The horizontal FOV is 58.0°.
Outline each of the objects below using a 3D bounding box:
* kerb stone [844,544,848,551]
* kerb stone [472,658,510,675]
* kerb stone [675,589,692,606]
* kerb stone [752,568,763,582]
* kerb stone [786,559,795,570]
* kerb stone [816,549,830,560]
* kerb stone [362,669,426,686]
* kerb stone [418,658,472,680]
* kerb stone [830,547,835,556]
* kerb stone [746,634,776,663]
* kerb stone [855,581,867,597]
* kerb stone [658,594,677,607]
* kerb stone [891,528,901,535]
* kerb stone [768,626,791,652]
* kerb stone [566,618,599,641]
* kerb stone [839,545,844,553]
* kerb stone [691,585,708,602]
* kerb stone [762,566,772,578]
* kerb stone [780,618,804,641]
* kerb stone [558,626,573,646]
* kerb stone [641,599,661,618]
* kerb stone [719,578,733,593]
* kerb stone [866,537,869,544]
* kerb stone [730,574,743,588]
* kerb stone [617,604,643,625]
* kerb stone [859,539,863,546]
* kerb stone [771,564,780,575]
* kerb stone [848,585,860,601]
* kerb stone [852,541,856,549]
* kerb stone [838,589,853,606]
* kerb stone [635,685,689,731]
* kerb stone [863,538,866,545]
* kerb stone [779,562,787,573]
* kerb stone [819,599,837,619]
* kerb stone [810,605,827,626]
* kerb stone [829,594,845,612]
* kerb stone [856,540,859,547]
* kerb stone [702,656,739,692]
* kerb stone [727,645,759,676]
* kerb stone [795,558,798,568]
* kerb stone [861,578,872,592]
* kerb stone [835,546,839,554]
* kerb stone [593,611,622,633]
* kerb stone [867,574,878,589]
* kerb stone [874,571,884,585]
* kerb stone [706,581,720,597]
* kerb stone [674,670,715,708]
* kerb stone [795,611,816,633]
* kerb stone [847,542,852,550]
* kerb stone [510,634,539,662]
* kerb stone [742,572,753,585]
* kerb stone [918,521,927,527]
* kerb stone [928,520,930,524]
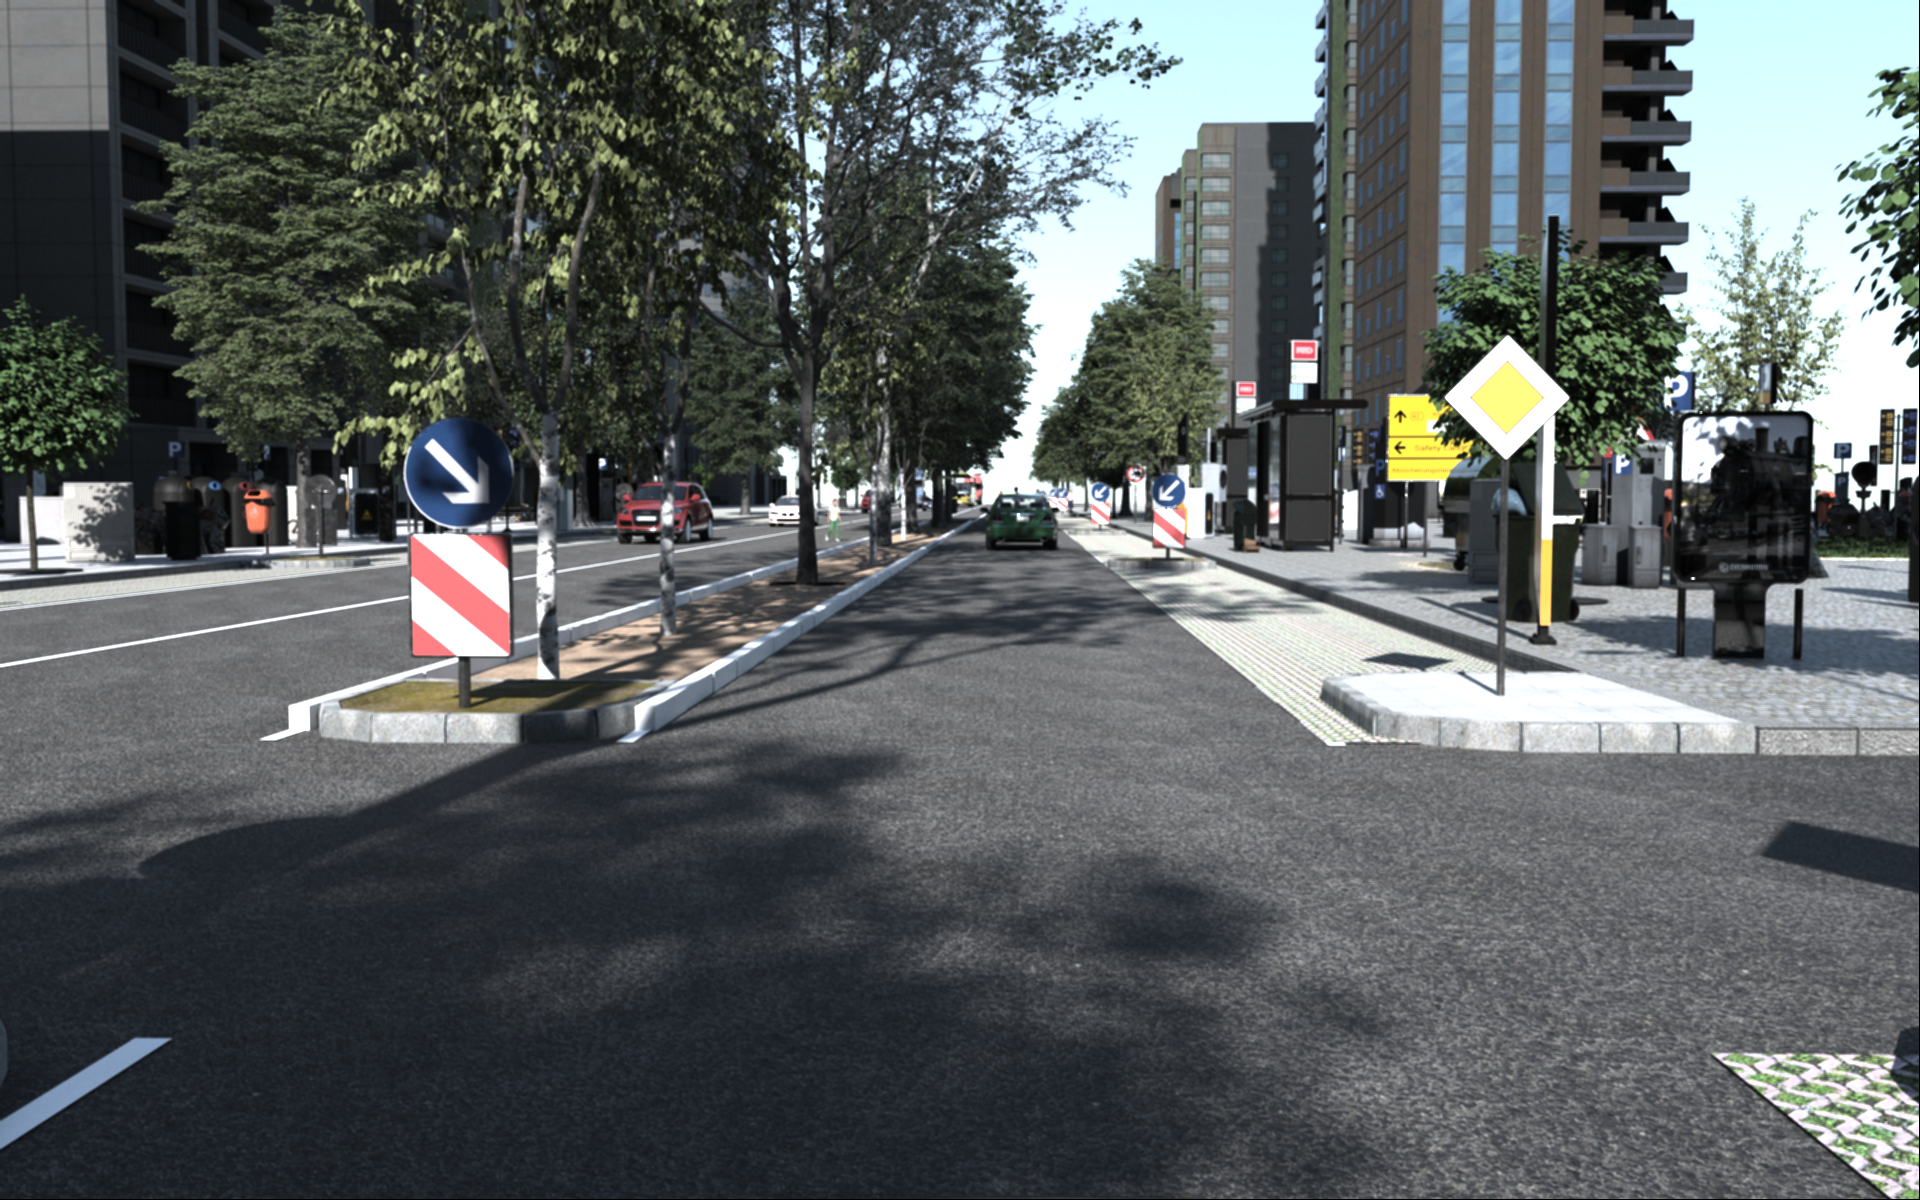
[{"bbox_3d":[-2.935,-1.253,42.757,0.120,0.150,1.000,0,4,2],"label":"kerb stone"},{"bbox_3d":[-3.888,0.498,14.082,0.120,0.150,1.000,0,4,2],"label":"kerb stone"},{"bbox_3d":[-3.625,-0.004,22.257,0.120,0.150,1.000,0,4,2],"label":"kerb stone"},{"bbox_3d":[-3.402,-0.380,28.415,0.120,0.150,1.000,0,4,2],"label":"kerb stone"},{"bbox_3d":[-3.270,-0.631,32.504,0.120,0.150,1.000,0,4,2],"label":"kerb stone"},{"bbox_3d":[-3.071,-1.007,38.662,0.120,0.150,1.000,0,4,2],"label":"kerb stone"},{"bbox_3d":[-3.953,0.622,12.022,0.120,0.150,1.000,0,4,2],"label":"kerb stone"},{"bbox_3d":[-3.916,0.560,13.051,0.120,0.150,1.000,0,4,2],"label":"kerb stone"},{"bbox_3d":[-3.031,-1.070,39.685,0.120,0.150,1.000,0,4,2],"label":"kerb stone"},{"bbox_3d":[-1.752,0.437,15.052,0.120,0.150,1.000,0,4,2],"label":"kerb stone"},{"bbox_3d":[-1.444,-0.127,24.272,0.120,0.150,1.000,0,4,2],"label":"kerb stone"},{"bbox_3d":[-3.654,0.059,21.235,0.120,0.150,1.000,0,4,2],"label":"kerb stone"},{"bbox_3d":[-2.292,-2.448,62.216,0.120,0.150,1.000,0,4,2],"label":"kerb stone"},{"bbox_3d":[-1.718,0.381,16.085,0.120,0.150,1.000,0,4,2],"label":"kerb stone"},{"bbox_3d":[-3.778,0.310,17.149,0.120,0.150,1.000,0,4,2],"label":"kerb stone"},{"bbox_3d":[-2.974,-1.190,41.728,0.120,0.150,1.000,0,4,2],"label":"kerb stone"},{"bbox_3d":[-3.577,-0.066,23.278,0.120,0.150,1.000,0,4,2],"label":"kerb stone"},{"bbox_3d":[-3.376,-0.443,29.437,0.120,0.150,1.000,0,4,2],"label":"kerb stone"},{"bbox_3d":[-1.690,0.314,17.110,0.120,0.150,1.000,0,4,2],"label":"kerb stone"},{"bbox_3d":[-3.815,0.374,16.126,0.120,0.150,1.000,0,4,2],"label":"kerb stone"},{"bbox_3d":[-3.687,0.122,20.214,0.120,0.150,1.000,0,4,2],"label":"kerb stone"},{"bbox_3d":[-3.505,-0.187,25.321,0.120,0.150,1.000,0,4,2],"label":"kerb stone"},{"bbox_3d":[-2.729,-1.633,48.895,0.120,0.150,1.000,0,4,2],"label":"kerb stone"},{"bbox_3d":[-3.478,-0.254,26.355,0.120,0.150,1.000,0,4,2],"label":"kerb stone"},{"bbox_3d":[-3.714,0.184,19.192,0.120,0.150,1.000,0,4,2],"label":"kerb stone"},{"bbox_3d":[-2.797,-1.505,46.852,0.120,0.150,1.000,0,4,2],"label":"kerb stone"},{"bbox_3d":[-3.337,-0.505,30.458,0.120,0.150,1.000,0,4,2],"label":"kerb stone"},{"bbox_3d":[-1.479,-0.060,23.244,0.120,0.150,1.000,0,4,2],"label":"kerb stone"},{"bbox_3d":[-2.870,-1.383,44.808,0.120,0.150,1.000,0,4,2],"label":"kerb stone"},{"bbox_3d":[-1.517,-0.001,22.222,0.120,0.150,1.000,0,4,2],"label":"kerb stone"},{"bbox_3d":[-1.884,0.687,10.959,0.120,0.150,1.000,0,4,2],"label":"kerb stone"},{"bbox_3d":[-2.765,-1.570,47.873,0.120,0.150,1.000,0,4,2],"label":"kerb stone"},{"bbox_3d":[-3.312,-0.568,31.480,0.120,0.150,1.000,0,4,2],"label":"kerb stone"},{"bbox_3d":[-1.576,0.126,20.174,0.120,0.150,1.000,0,4,2],"label":"kerb stone"},{"bbox_3d":[-1.610,0.195,19.153,0.120,0.150,1.000,0,4,2],"label":"kerb stone"},{"bbox_3d":[-1.548,0.061,21.201,0.120,0.150,1.000,0,4,2],"label":"kerb stone"},{"bbox_3d":[-2.836,-1.446,45.830,0.120,0.150,1.000,0,4,2],"label":"kerb stone"},{"bbox_3d":[-1.818,0.562,13.002,0.120,0.150,1.000,0,4,2],"label":"kerb stone"},{"bbox_3d":[-1.780,0.500,14.028,0.120,0.150,1.000,0,4,2],"label":"kerb stone"},{"bbox_3d":[-3.236,-0.693,33.526,0.120,0.150,1.000,0,4,2],"label":"kerb stone"},{"bbox_3d":[-1.419,-0.190,25.294,0.120,0.150,1.000,0,4,2],"label":"kerb stone"},{"bbox_3d":[-3.009,-1.132,40.707,0.120,0.150,1.000,0,4,2],"label":"kerb stone"},{"bbox_3d":[-3.746,0.246,18.171,0.120,0.150,1.000,0,4,2],"label":"kerb stone"},{"bbox_3d":[-1.381,-0.251,26.316,0.120,0.150,1.000,0,4,2],"label":"kerb stone"},{"bbox_3d":[-1.341,-0.314,27.337,0.120,0.150,1.000,0,4,2],"label":"kerb stone"},{"bbox_3d":[-3.544,-0.126,24.299,0.120,0.150,1.000,0,4,2],"label":"kerb stone"},{"bbox_3d":[-1.858,0.625,11.981,0.120,0.150,1.000,0,4,2],"label":"kerb stone"},{"bbox_3d":[-1.649,0.249,18.131,0.120,0.150,1.000,0,4,2],"label":"kerb stone"},{"bbox_3d":[-2.907,-1.319,43.780,0.120,0.150,1.000,0,4,2],"label":"kerb stone"},{"bbox_3d":[-3.855,0.434,15.104,0.120,0.150,1.000,0,4,2],"label":"kerb stone"},{"bbox_3d":[-3.447,-0.317,27.378,0.120,0.150,1.000,0,4,2],"label":"kerb stone"},{"bbox_3d":[-1.716,-3.514,79.646,0.120,0.150,1.000,0,4,2],"label":"kerb stone"},{"bbox_3d":[-1.642,-3.639,81.695,0.120,0.150,1.000,0,4,2],"label":"kerb stone"}]
